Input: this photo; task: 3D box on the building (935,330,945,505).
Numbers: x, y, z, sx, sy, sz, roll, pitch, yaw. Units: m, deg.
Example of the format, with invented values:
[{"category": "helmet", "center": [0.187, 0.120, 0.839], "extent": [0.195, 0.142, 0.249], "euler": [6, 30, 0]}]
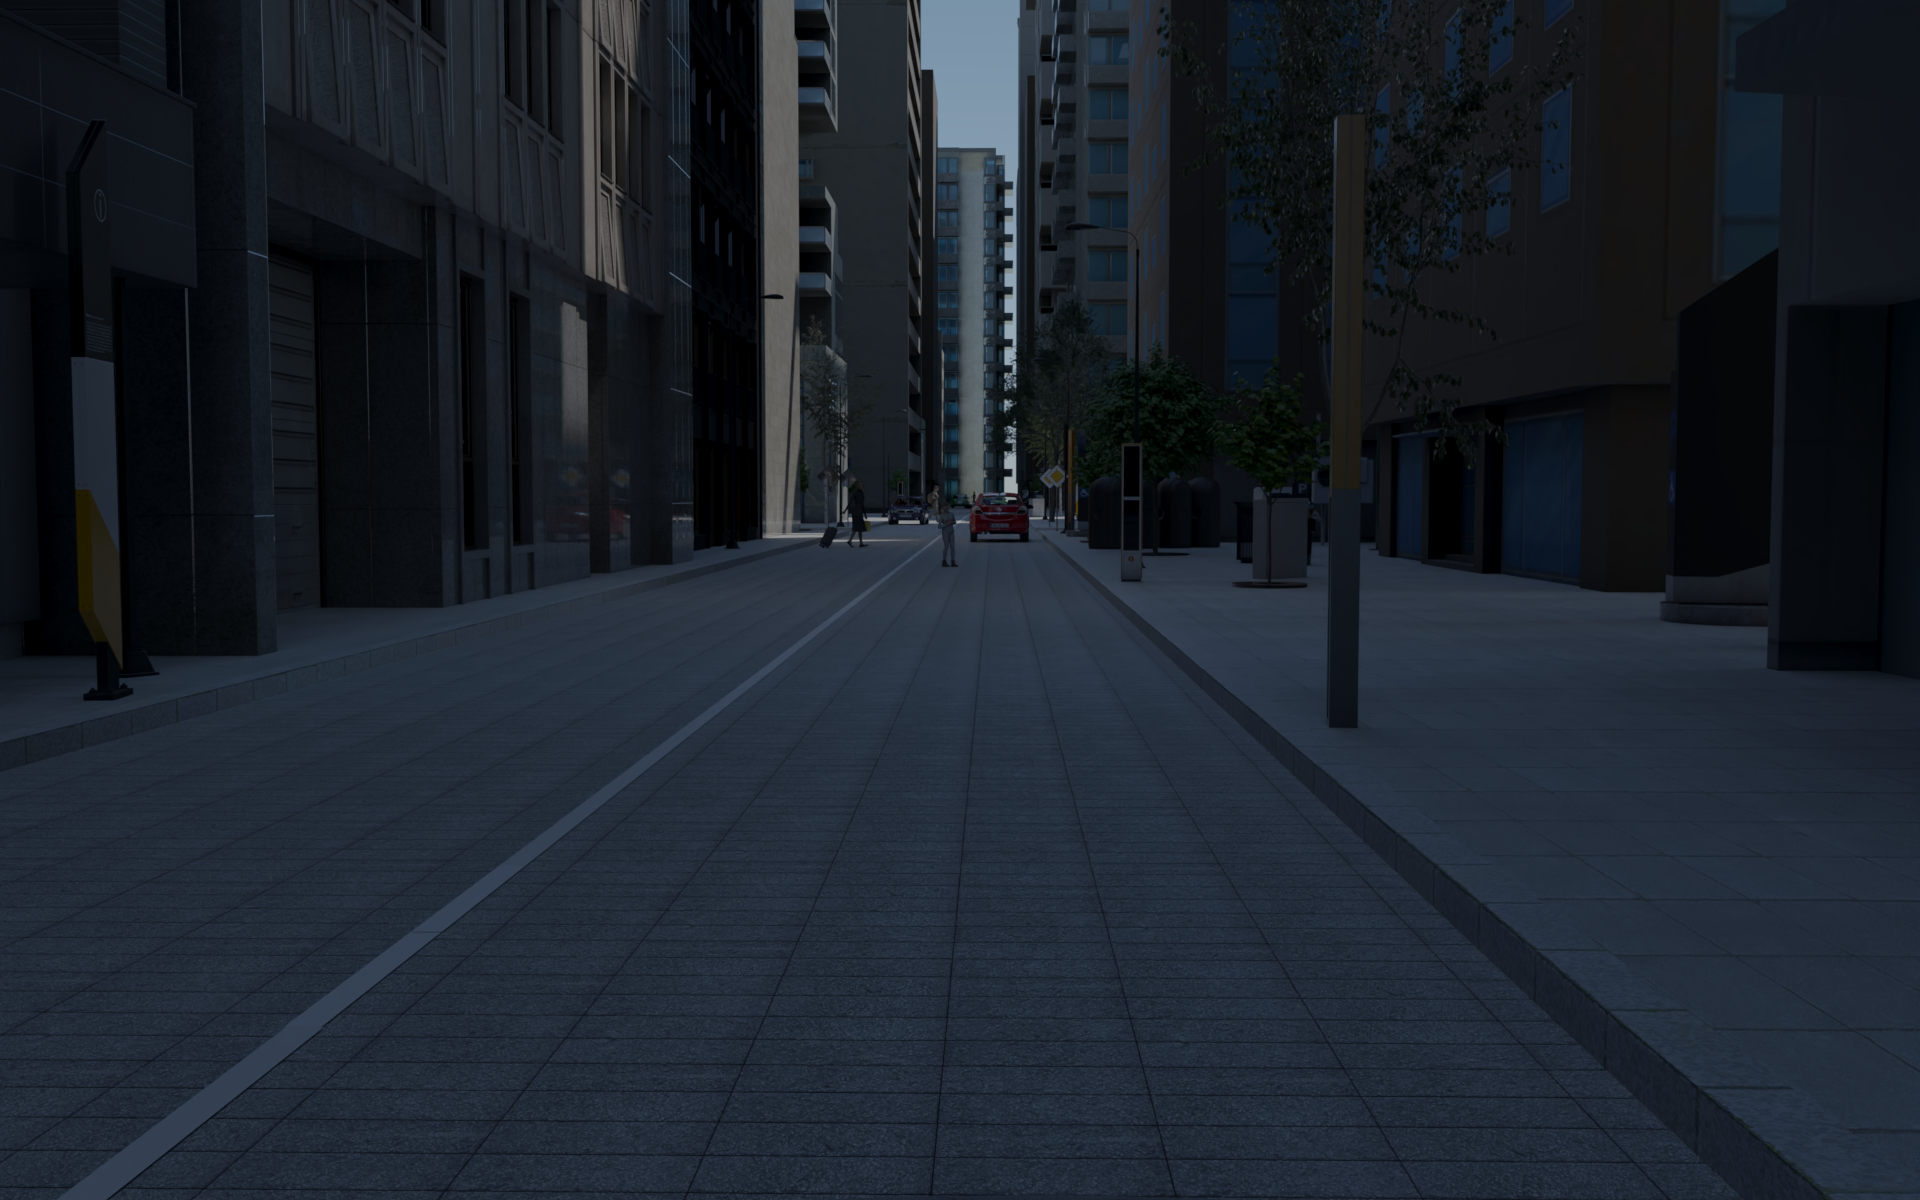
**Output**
[{"category": "building", "center": [-16.607, -22.055, 205.634], "extent": [28.899, 21.520, 27.650], "euler": [0, 4, 1]}]

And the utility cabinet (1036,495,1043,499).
[{"category": "utility cabinet", "center": [5.124, -6.118, 111.195], "extent": [0.306, 1.237, 1.020], "euler": [0, 4, -6]}]

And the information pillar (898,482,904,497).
[{"category": "information pillar", "center": [-3.529, -6.063, 103.621], "extent": [0.304, 2.012, 0.304], "euler": [1, 4, 16]}]

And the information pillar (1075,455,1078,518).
[{"category": "information pillar", "center": [6.381, -6.145, 91.827], "extent": [0.504, 3.616, 0.183], "euler": [0, 4, -7]}]

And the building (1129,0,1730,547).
[{"category": "building", "center": [12.476, -24.520, 51.015], "extent": [14.600, 45.320, 14.200], "euler": [0, 4, 1]}]

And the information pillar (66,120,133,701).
[{"category": "information pillar", "center": [-5.354, -1.185, 10.722], "extent": [0.183, 3.616, 0.504], "euler": [0, 4, -7]}]

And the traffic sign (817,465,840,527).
[{"category": "traffic sign", "center": [-4.523, -3.415, 59.474], "extent": [0.795, 2.450, 0.064], "euler": [0, 4, 1]}]

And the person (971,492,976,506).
[{"category": "person", "center": [1.610, -12.084, 206.904], "extent": [0.721, 1.723, 1.217], "euler": [2, 4, 28]}]

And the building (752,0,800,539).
[{"category": "building", "center": [-13.981, -12.171, 53.748], "extent": [16.860, 20.320, 10.420], "euler": [0, 4, 1]}]

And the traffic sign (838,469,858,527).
[{"category": "traffic sign", "center": [-4.361, -3.903, 67.458], "extent": [0.795, 2.450, 0.064], "euler": [0, 4, 1]}]

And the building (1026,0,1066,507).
[{"category": "building", "center": [20.641, -34.961, 160.857], "extent": [28.713, 52.752, 27.495], "euler": [0, 4, 1]}]

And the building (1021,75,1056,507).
[{"category": "building", "center": [13.816, -32.551, 182.323], "extent": [14.600, 45.320, 14.200], "euler": [0, 4, 1]}]

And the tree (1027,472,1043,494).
[{"category": "tree", "center": [6.534, -9.262, 146.035], "extent": [1.663, 3.219, 1.824], "euler": [0, 3, 0]}]

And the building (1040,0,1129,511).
[{"category": "building", "center": [18.044, -30.986, 126.236], "extent": [23.786, 49.044, 30.456], "euler": [0, 4, 1]}]

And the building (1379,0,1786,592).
[{"category": "building", "center": [15.103, -23.098, 27.759], "extent": [14.600, 45.320, 14.200], "euler": [0, 4, 1]}]

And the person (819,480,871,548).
[{"category": "person", "center": [-3.061, -2.310, 46.479], "extent": [1.509, 1.804, 0.699], "euler": [-2, 4, -26]}]

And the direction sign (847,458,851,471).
[{"category": "direction sign", "center": [-7.161, -7.172, 109.256], "extent": [0.379, 3.537, 0.876], "euler": [2, 4, 33]}]

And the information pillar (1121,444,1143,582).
[{"category": "information pillar", "center": [2.518, -1.277, 25.369], "extent": [0.304, 2.012, 0.304], "euler": [1, 4, 8]}]

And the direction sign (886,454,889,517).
[{"category": "direction sign", "center": [-4.066, -6.533, 98.819], "extent": [0.379, 3.537, 0.876], "euler": [0, 4, -1]}]

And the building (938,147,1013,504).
[{"category": "building", "center": [-8.002, -37.775, 237.228], "extent": [30.456, 49.044, 23.786], "euler": [0, 4, 1]}]

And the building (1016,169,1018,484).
[{"category": "building", "center": [14.675, -35.584, 231.914], "extent": [14.200, 45.320, 14.600], "euler": [0, 4, 1]}]

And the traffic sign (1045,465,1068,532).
[{"category": "traffic sign", "center": [3.319, -3.404, 59.296], "extent": [0.795, 2.450, 0.064], "euler": [0, 4, 1]}]

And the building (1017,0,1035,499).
[{"category": "building", "center": [17.285, -40.444, 203.255], "extent": [21.231, 58.520, 28.212], "euler": [0, 4, 1]}]

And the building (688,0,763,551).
[{"category": "building", "center": [-11.929, -12.919, 40.902], "extent": [12.332, 23.373, 15.834], "euler": [0, 4, 1]}]

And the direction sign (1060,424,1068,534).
[{"category": "direction sign", "center": [3.418, -3.917, 56.040], "extent": [0.379, 3.537, 0.876], "euler": [1, 4, 11]}]

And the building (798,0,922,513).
[{"category": "building", "center": [-13.849, -30.581, 123.708], "extent": [21.300, 48.544, 21.600], "euler": [0, 4, 1]}]

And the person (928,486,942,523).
[{"category": "person", "center": [-1.287, -4.798, 86.912], "extent": [0.822, 1.834, 0.622], "euler": [0, 4, -2]}]

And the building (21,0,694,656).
[{"category": "building", "center": [-11.363, -12.536, 22.994], "extent": [12.078, 24.808, 19.932], "euler": [0, 4, 1]}]

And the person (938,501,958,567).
[{"category": "person", "center": [-0.214, -1.300, 34.039], "extent": [0.394, 1.301, 0.425], "euler": [3, 5, 41]}]

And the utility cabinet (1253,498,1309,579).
[{"category": "utility cabinet", "center": [4.883, -0.934, 26.429], "extent": [1.020, 1.237, 0.306], "euler": [-3, 5, -42]}]

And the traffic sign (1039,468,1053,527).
[{"category": "traffic sign", "center": [3.481, -3.892, 67.279], "extent": [0.795, 2.450, 0.064], "euler": [0, 4, 1]}]

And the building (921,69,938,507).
[{"category": "building", "center": [-9.414, -32.418, 180.142], "extent": [14.600, 45.320, 14.200], "euler": [0, 4, 1]}]

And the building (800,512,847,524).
[{"category": "building", "center": [-16.626, -47.443, 88.361], "extent": [22.319, 86.520, 31.000], "euler": [0, 4, 1]}]

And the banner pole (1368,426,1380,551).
[{"category": "banner pole", "center": [9.664, -3.011, 39.246], "extent": [0.401, 3.779, 0.863], "euler": [-3, 4, -36]}]

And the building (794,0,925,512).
[{"category": "building", "center": [-14.126, -51.605, 156.417], "extent": [22.319, 86.520, 31.000], "euler": [0, 4, 1]}]

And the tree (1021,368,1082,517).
[{"category": "tree", "center": [5.431, -8.998, 97.486], "extent": [4.737, 8.622, 4.395], "euler": [0, 3, 0]}]
